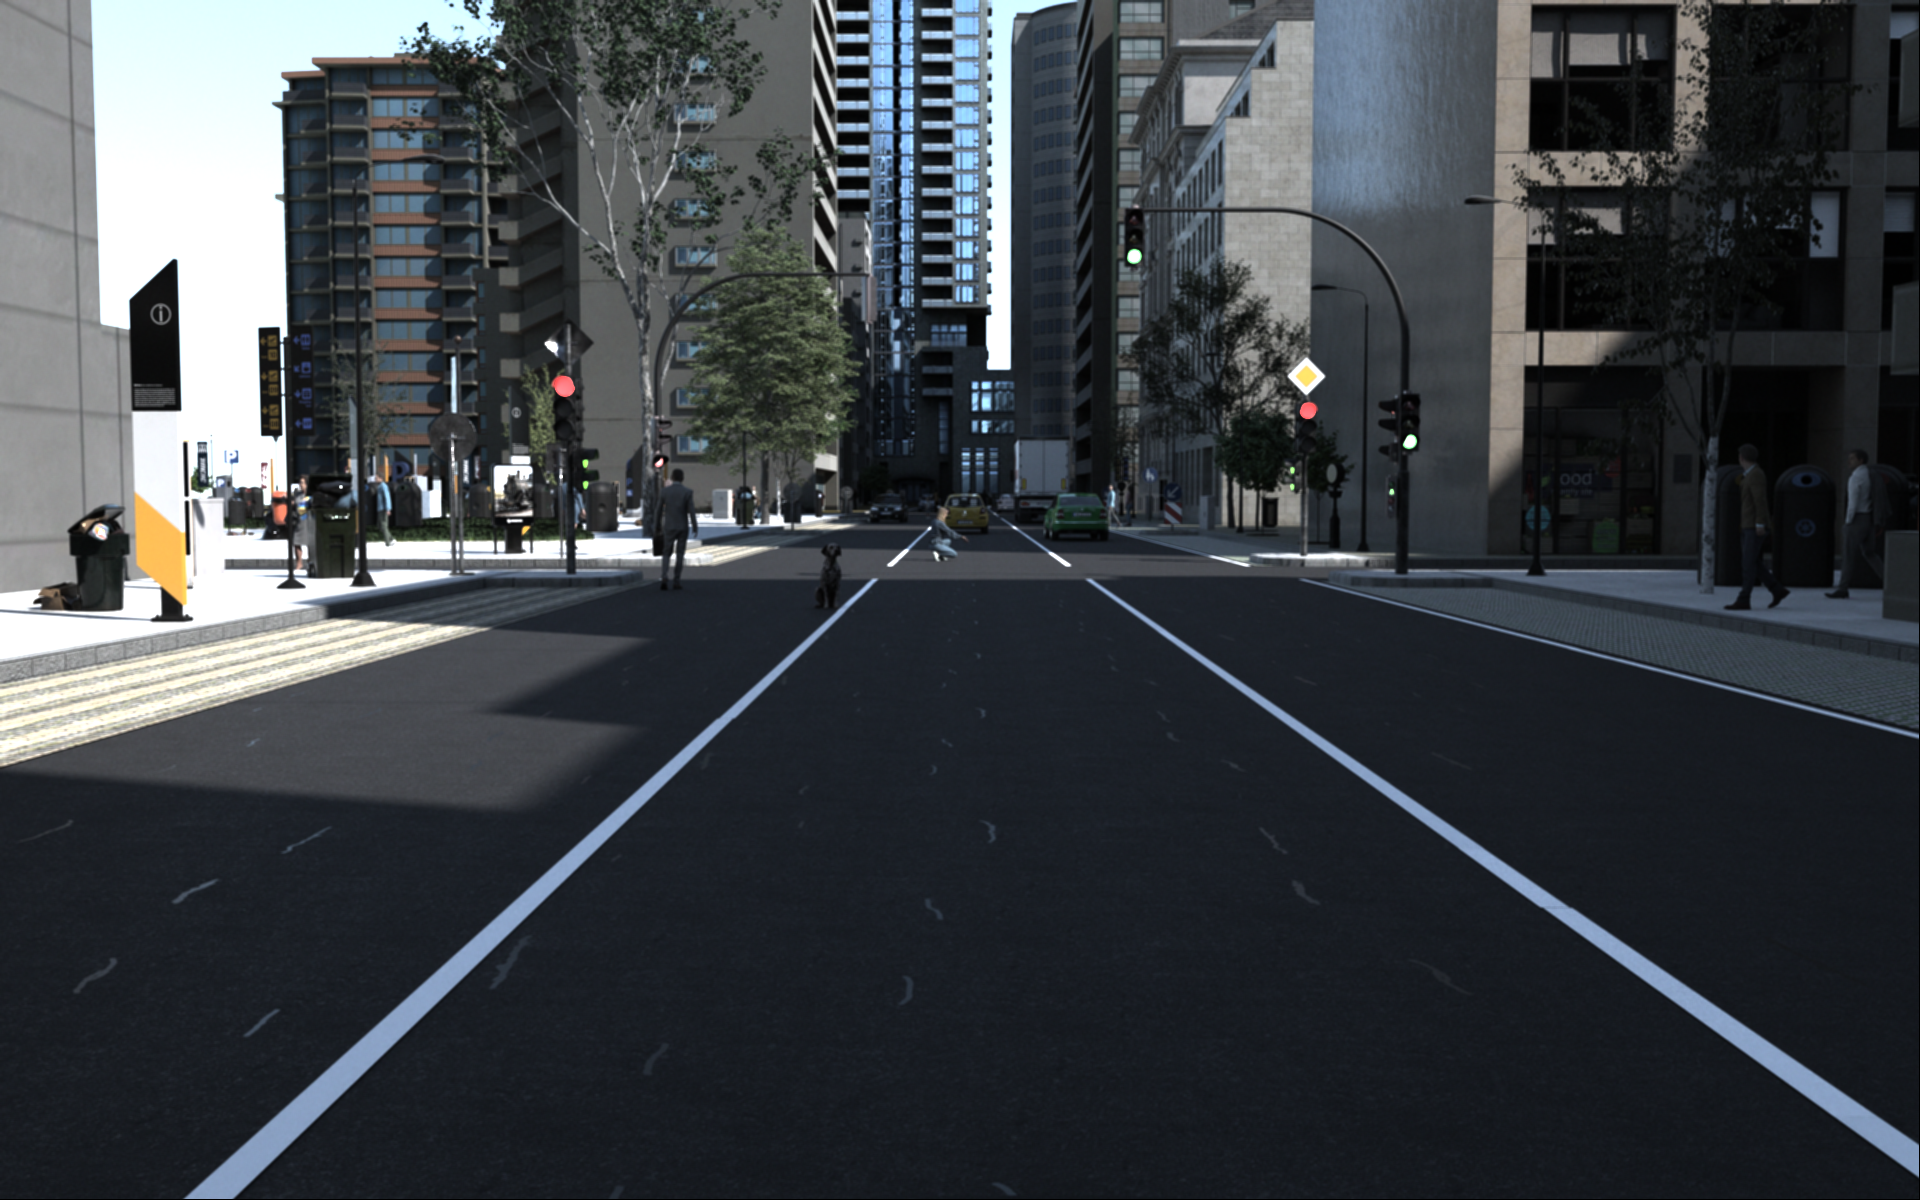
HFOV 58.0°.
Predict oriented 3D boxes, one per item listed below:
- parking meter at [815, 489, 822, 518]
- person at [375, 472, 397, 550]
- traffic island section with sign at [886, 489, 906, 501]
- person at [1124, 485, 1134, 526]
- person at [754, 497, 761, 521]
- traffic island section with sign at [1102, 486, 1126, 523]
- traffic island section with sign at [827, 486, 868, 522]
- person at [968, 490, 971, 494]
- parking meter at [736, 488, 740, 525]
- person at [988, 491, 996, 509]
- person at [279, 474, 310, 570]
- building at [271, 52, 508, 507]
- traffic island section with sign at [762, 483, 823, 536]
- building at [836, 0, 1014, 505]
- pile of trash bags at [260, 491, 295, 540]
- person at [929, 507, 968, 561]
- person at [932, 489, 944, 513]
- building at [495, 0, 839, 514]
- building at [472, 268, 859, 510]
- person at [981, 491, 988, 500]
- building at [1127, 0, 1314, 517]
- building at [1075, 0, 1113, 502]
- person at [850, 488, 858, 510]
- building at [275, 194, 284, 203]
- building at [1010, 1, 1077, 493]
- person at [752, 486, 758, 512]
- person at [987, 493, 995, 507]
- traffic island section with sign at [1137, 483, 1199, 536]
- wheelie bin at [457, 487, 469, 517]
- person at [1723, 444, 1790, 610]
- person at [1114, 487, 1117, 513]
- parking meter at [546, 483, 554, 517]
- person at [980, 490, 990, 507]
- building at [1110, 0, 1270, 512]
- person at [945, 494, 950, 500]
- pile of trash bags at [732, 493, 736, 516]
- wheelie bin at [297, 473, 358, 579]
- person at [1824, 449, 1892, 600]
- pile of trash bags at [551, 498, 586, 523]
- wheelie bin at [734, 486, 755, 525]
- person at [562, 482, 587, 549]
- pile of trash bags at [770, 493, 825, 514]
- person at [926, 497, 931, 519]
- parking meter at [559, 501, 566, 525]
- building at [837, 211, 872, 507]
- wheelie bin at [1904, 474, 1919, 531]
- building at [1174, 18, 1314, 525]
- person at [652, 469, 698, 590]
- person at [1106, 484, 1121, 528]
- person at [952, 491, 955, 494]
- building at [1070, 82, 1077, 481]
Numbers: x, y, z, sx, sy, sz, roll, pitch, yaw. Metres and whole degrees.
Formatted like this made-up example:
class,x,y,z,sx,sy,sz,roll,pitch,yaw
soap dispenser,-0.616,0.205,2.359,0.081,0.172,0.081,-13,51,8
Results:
class,x,y,z,sx,sy,sz,roll,pitch,yaw
parking meter,-7.721,-5.281,94.759,0.372,1.533,0.369,0,3,0
person,-13.152,-2.034,39.645,0.444,1.785,0.601,-1,4,-11
traffic island section with sign,-5.508,-7.885,137.542,1.989,1.847,2.006,0,4,0
person,7.445,-4.136,76.138,0.388,1.821,0.555,2,4,31
person,-9.601,-4.323,82.218,0.738,1.151,1.012,-3,5,-41
traffic island section with sign,7.316,-4.811,87.281,1.989,1.847,2.006,0,4,0
traffic island section with sign,-5.700,-4.842,87.793,1.989,1.847,2.006,0,4,0
person,1.016,-10.122,173.934,1.348,1.831,0.705,3,5,40
parking meter,-9.247,-3.948,72.956,0.372,1.533,0.369,0,3,0
person,2.975,-9.853,170.329,1.217,1.736,0.721,2,4,26
person,-11.777,-1.343,30.813,0.716,1.782,0.532,2,4,23
building,-51.833,-31.821,174.892,28.867,44.769,22.147,0,4,0
traffic island section with sign,-5.810,-3.166,60.386,1.989,1.847,2.006,0,4,0
building,-9.315,-54.581,205.077,31.000,86.520,22.319,0,4,0
pile of trash bags,-18.752,-2.383,48.717,1.912,1.369,3.447,-1,4,-9
person,-0.358,-1.435,37.466,0.738,1.151,1.012,-2,4,-24
person,-1.749,-7.579,132.509,0.705,1.812,1.348,-3,5,-42
building,-20.008,-30.415,120.988,21.300,48.544,21.600,0,4,0
building,-23.359,-18.470,147.029,27.650,21.520,28.899,0,4,0
person,2.335,-9.451,163.560,0.617,1.759,0.750,1,4,15
building,17.401,-19.014,98.262,14.401,28.519,23.554,0,4,0
building,21.041,-31.894,145.169,21.300,48.544,21.600,0,4,0
person,-8.604,-8.218,140.931,0.721,1.766,1.217,-2,4,-32
building,-66.878,-31.781,211.495,23.993,40.220,32.217,0,4,0
building,20.289,-40.583,205.528,28.212,58.520,21.231,0,4,0
person,-12.147,-5.839,102.054,0.519,1.759,0.362,-1,4,-16
person,3.183,-10.780,184.888,1.348,1.807,0.705,0,4,-8
traffic island section with sign,7.217,-3.162,60.326,1.989,1.847,2.006,0,4,0
wheelie bin,-21.405,-4.054,74.197,0.693,1.594,0.980,0,4,5
person,8.867,-0.817,19.306,0.836,1.842,0.656,-1,4,-10
person,10.580,-6.810,118.060,0.621,1.740,0.551,-1,4,-12
parking meter,-21.601,-5.240,91.381,0.255,1.863,0.399,2,4,32
person,2.085,-8.764,151.932,1.348,1.807,0.705,-1,4,-23
building,17.994,-27.109,126.821,14.154,41.232,14.086,0,4,0
person,-1.167,-10.019,175.493,0.799,1.438,0.628,2,4,32
pile of trash bags,-13.486,-5.632,101.830,1.912,1.369,3.447,-1,4,-9
wheelie bin,-9.561,-1.133,26.437,0.980,1.594,0.693,-2,4,-35
person,11.030,-0.916,21.122,0.679,1.850,0.850,-3,4,-37
pile of trash bags,-17.290,-4.132,77.310,1.912,1.369,3.447,-2,4,-26
wheelie bin,-8.833,-3.863,71.071,0.693,1.594,0.980,-3,5,-43
person,-8.968,-2.070,39.913,0.581,1.822,0.654,2,4,29
pile of trash bags,-10.294,-6.134,110.045,3.447,1.369,1.912,-1,4,-14
person,-1.836,-5.357,100.775,0.332,1.250,0.352,1,4,9
parking meter,-12.942,-2.955,56.727,0.372,1.533,0.369,0,3,0
building,-16.198,-24.886,178.593,14.107,30.474,14.160,0,4,0
wheelie bin,14.717,-1.180,27.202,0.980,1.594,0.693,0,4,-5
building,15.894,-13.676,78.349,10.420,20.320,16.860,0,4,0
person,-4.301,-1.071,26.137,0.709,1.813,0.853,0,4,-2
person,6.370,-3.914,72.363,0.748,1.841,0.638,1,4,9
person,-0.510,-9.407,163.135,1.217,1.723,0.721,-3,5,-43
building,22.478,-31.571,170.810,22.147,44.769,28.867,0,4,0
